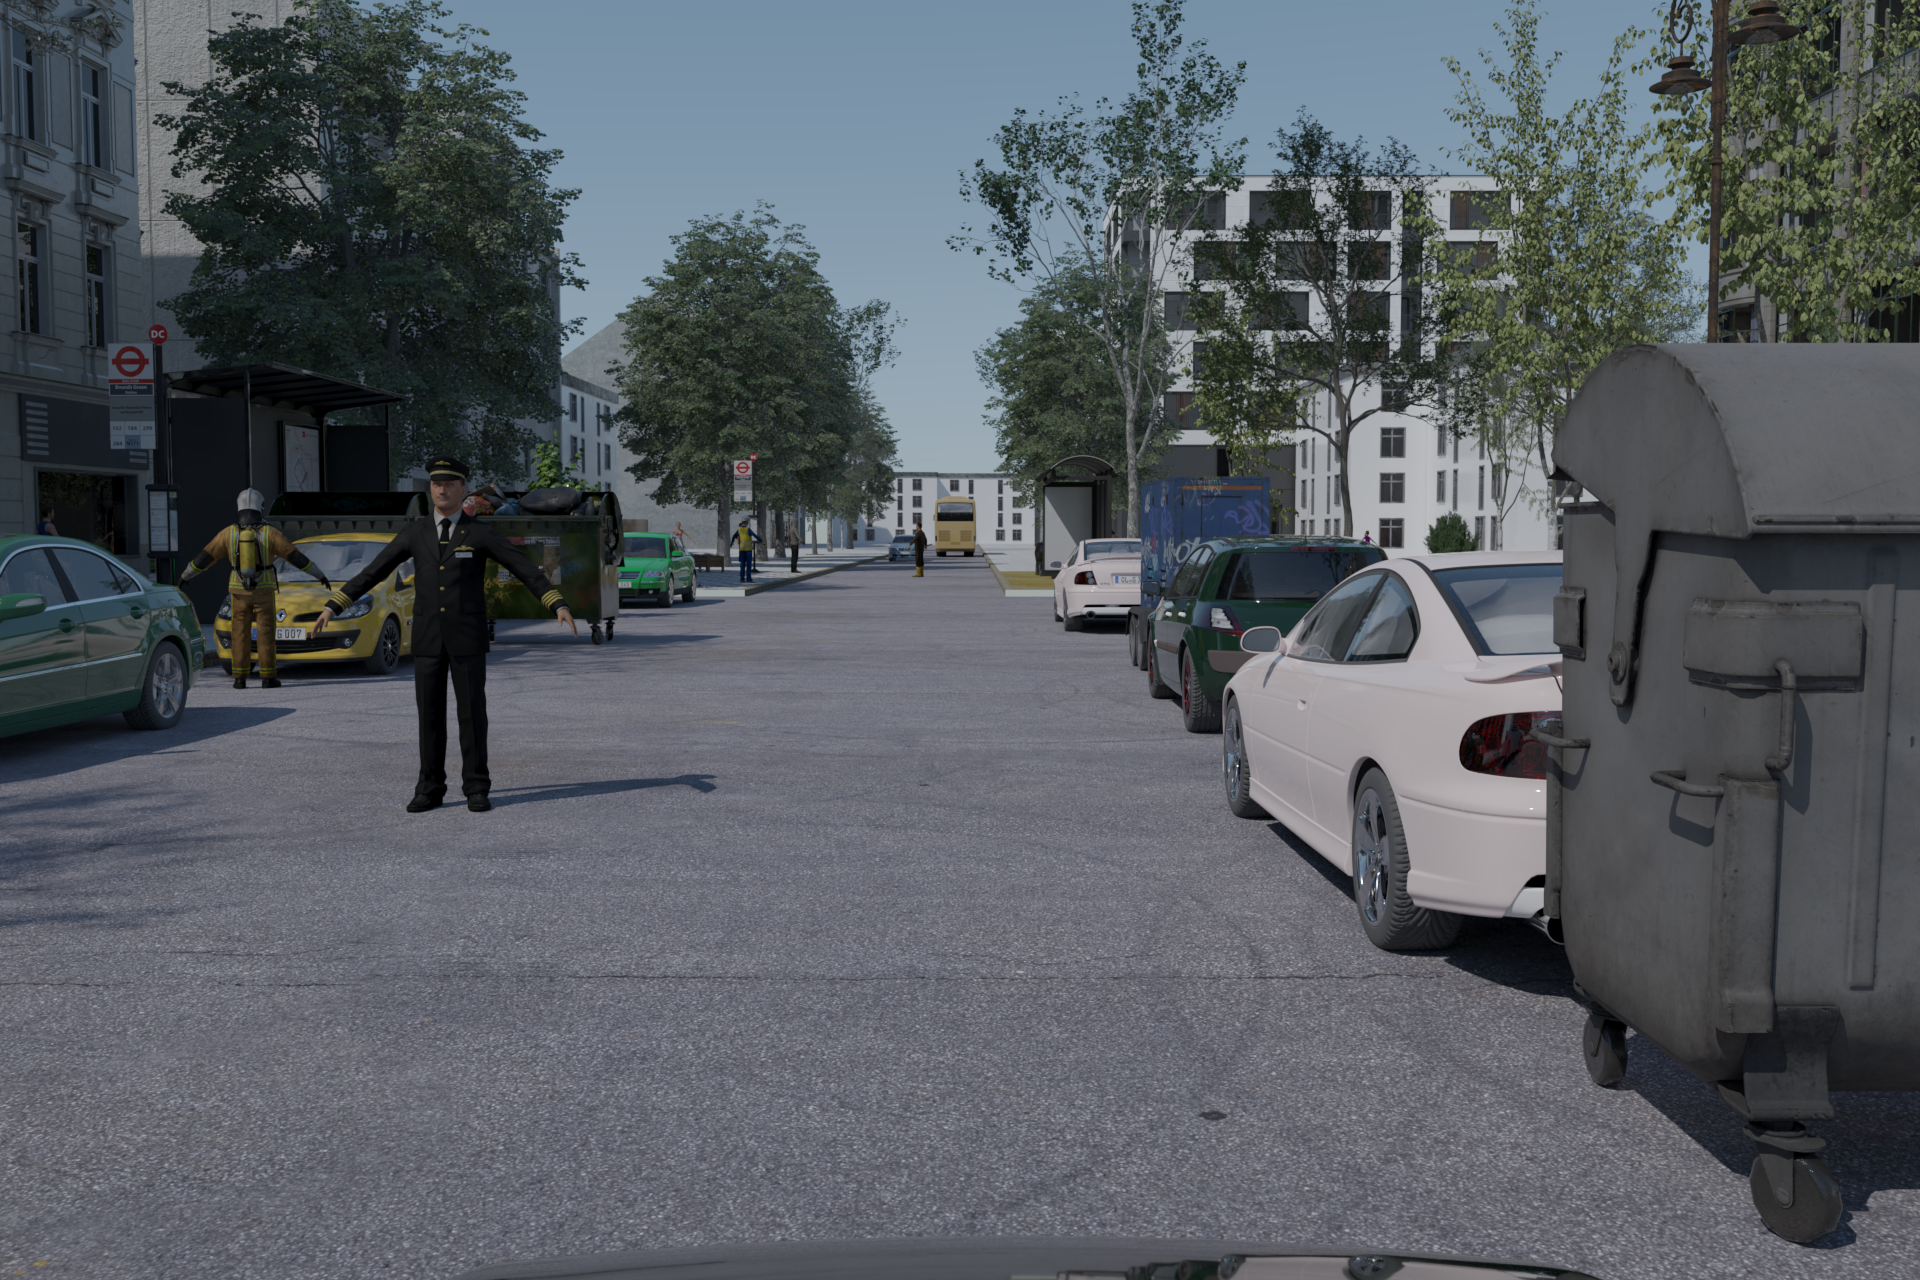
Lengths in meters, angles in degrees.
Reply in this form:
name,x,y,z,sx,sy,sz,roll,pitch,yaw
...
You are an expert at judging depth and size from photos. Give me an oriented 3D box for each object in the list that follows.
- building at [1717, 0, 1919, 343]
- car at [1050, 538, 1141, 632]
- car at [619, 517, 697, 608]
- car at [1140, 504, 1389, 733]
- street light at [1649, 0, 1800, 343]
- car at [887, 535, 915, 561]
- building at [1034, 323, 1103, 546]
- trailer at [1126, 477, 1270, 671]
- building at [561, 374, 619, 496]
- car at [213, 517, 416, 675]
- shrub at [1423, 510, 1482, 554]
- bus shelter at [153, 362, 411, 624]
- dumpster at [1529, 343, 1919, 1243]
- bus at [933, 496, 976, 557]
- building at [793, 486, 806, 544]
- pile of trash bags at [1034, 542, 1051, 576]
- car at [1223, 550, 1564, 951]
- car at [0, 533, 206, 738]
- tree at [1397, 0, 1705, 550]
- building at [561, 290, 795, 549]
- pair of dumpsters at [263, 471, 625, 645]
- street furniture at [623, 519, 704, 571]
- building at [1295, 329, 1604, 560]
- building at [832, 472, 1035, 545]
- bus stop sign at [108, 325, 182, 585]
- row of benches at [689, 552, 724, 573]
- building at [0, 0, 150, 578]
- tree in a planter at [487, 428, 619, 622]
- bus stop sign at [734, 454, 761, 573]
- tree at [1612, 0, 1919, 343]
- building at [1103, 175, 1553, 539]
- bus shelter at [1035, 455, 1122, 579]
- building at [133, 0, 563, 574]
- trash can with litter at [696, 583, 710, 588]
name,x,y,z,sx,sy,sz,roll,pitch,yaw
building,26.704,-13.071,30.358,14.369,24.946,33.146,0,3,0
car,2.457,-0.885,26.825,2.083,1.381,4.827,0,4,0
car,-6.482,-1.608,35.084,1.959,1.807,4.718,0,4,0
car,2.497,-0.250,13.881,2.009,1.686,4.222,0,4,1
street light,5.689,-2.465,13.086,0.468,5.910,1.993,0,4,0
car,-2.850,-4.901,92.130,2.014,1.417,4.499,0,4,1
building,21.762,-20.814,184.285,27.936,21.610,32.646,0,3,0
trailer,2.568,-0.742,19.187,1.471,1.999,3.904,0,4,-1
building,-24.957,-9.882,103.726,9.099,9.664,28.070,0,4,0
car,-6.632,-0.528,18.861,2.015,1.641,3.980,0,4,1
shrub,14.687,-2.892,51.698,1.690,2.028,1.600,0,3,0
bus shelter,-10.236,-2.167,26.719,1.731,3.624,6.357,0,4,-1
dumpster,2.388,0.260,3.969,1.865,1.857,1.264,0,4,0
bus,-0.323,-7.349,111.703,2.896,3.916,12.252,0,4,0
building,-28.663,-21.000,209.800,16.747,18.905,31.486,0,4,0
pile of trash bags,3.269,-2.711,54.085,1.912,1.369,3.447,0,4,0
car,2.323,0.306,7.352,2.083,1.381,4.827,0,4,-1
car,-6.726,0.026,11.372,2.131,1.459,4.920,0,4,0
tree,8.135,-4.482,23.644,4.737,8.622,4.395,0,3,0
building,-25.811,-20.252,162.051,19.493,23.208,18.063,0,4,1
pair of dumpsters,-6.720,-1.086,22.712,4.436,2.255,1.574,0,4,0
street furniture,-12.055,-2.596,49.300,11.010,1.723,9.812,1,4,20
building,23.575,-8.733,84.940,9.099,9.664,28.070,0,3,0
building,-3.517,-17.722,234.366,28.070,9.664,9.099,0,4,-7
bus stop sign,-10.419,-2.046,22.149,0.855,3.939,0.416,0,4,0
row of benches,-9.453,-2.681,59.296,1.422,0.672,4.104,-3,5,-40
building,-29.272,-15.226,25.354,17.030,29.872,44.131,0,4,1
tree in a planter,-6.862,-1.959,29.253,1.991,3.239,1.994,0,4,1
bus stop sign,-7.048,-4.202,57.413,0.855,3.939,0.416,0,4,1
tree,8.468,-4.095,17.320,4.737,8.622,4.395,0,3,0
building,23.232,-16.588,115.181,27.936,21.610,32.646,0,3,0
bus shelter,3.134,-3.239,46.882,2.014,3.302,5.546,0,4,0
building,-28.596,-12.532,71.350,16.747,18.905,31.486,0,4,1
trash can with litter,-6.737,-1.886,41.901,1.678,1.210,2.233,0,4,2
